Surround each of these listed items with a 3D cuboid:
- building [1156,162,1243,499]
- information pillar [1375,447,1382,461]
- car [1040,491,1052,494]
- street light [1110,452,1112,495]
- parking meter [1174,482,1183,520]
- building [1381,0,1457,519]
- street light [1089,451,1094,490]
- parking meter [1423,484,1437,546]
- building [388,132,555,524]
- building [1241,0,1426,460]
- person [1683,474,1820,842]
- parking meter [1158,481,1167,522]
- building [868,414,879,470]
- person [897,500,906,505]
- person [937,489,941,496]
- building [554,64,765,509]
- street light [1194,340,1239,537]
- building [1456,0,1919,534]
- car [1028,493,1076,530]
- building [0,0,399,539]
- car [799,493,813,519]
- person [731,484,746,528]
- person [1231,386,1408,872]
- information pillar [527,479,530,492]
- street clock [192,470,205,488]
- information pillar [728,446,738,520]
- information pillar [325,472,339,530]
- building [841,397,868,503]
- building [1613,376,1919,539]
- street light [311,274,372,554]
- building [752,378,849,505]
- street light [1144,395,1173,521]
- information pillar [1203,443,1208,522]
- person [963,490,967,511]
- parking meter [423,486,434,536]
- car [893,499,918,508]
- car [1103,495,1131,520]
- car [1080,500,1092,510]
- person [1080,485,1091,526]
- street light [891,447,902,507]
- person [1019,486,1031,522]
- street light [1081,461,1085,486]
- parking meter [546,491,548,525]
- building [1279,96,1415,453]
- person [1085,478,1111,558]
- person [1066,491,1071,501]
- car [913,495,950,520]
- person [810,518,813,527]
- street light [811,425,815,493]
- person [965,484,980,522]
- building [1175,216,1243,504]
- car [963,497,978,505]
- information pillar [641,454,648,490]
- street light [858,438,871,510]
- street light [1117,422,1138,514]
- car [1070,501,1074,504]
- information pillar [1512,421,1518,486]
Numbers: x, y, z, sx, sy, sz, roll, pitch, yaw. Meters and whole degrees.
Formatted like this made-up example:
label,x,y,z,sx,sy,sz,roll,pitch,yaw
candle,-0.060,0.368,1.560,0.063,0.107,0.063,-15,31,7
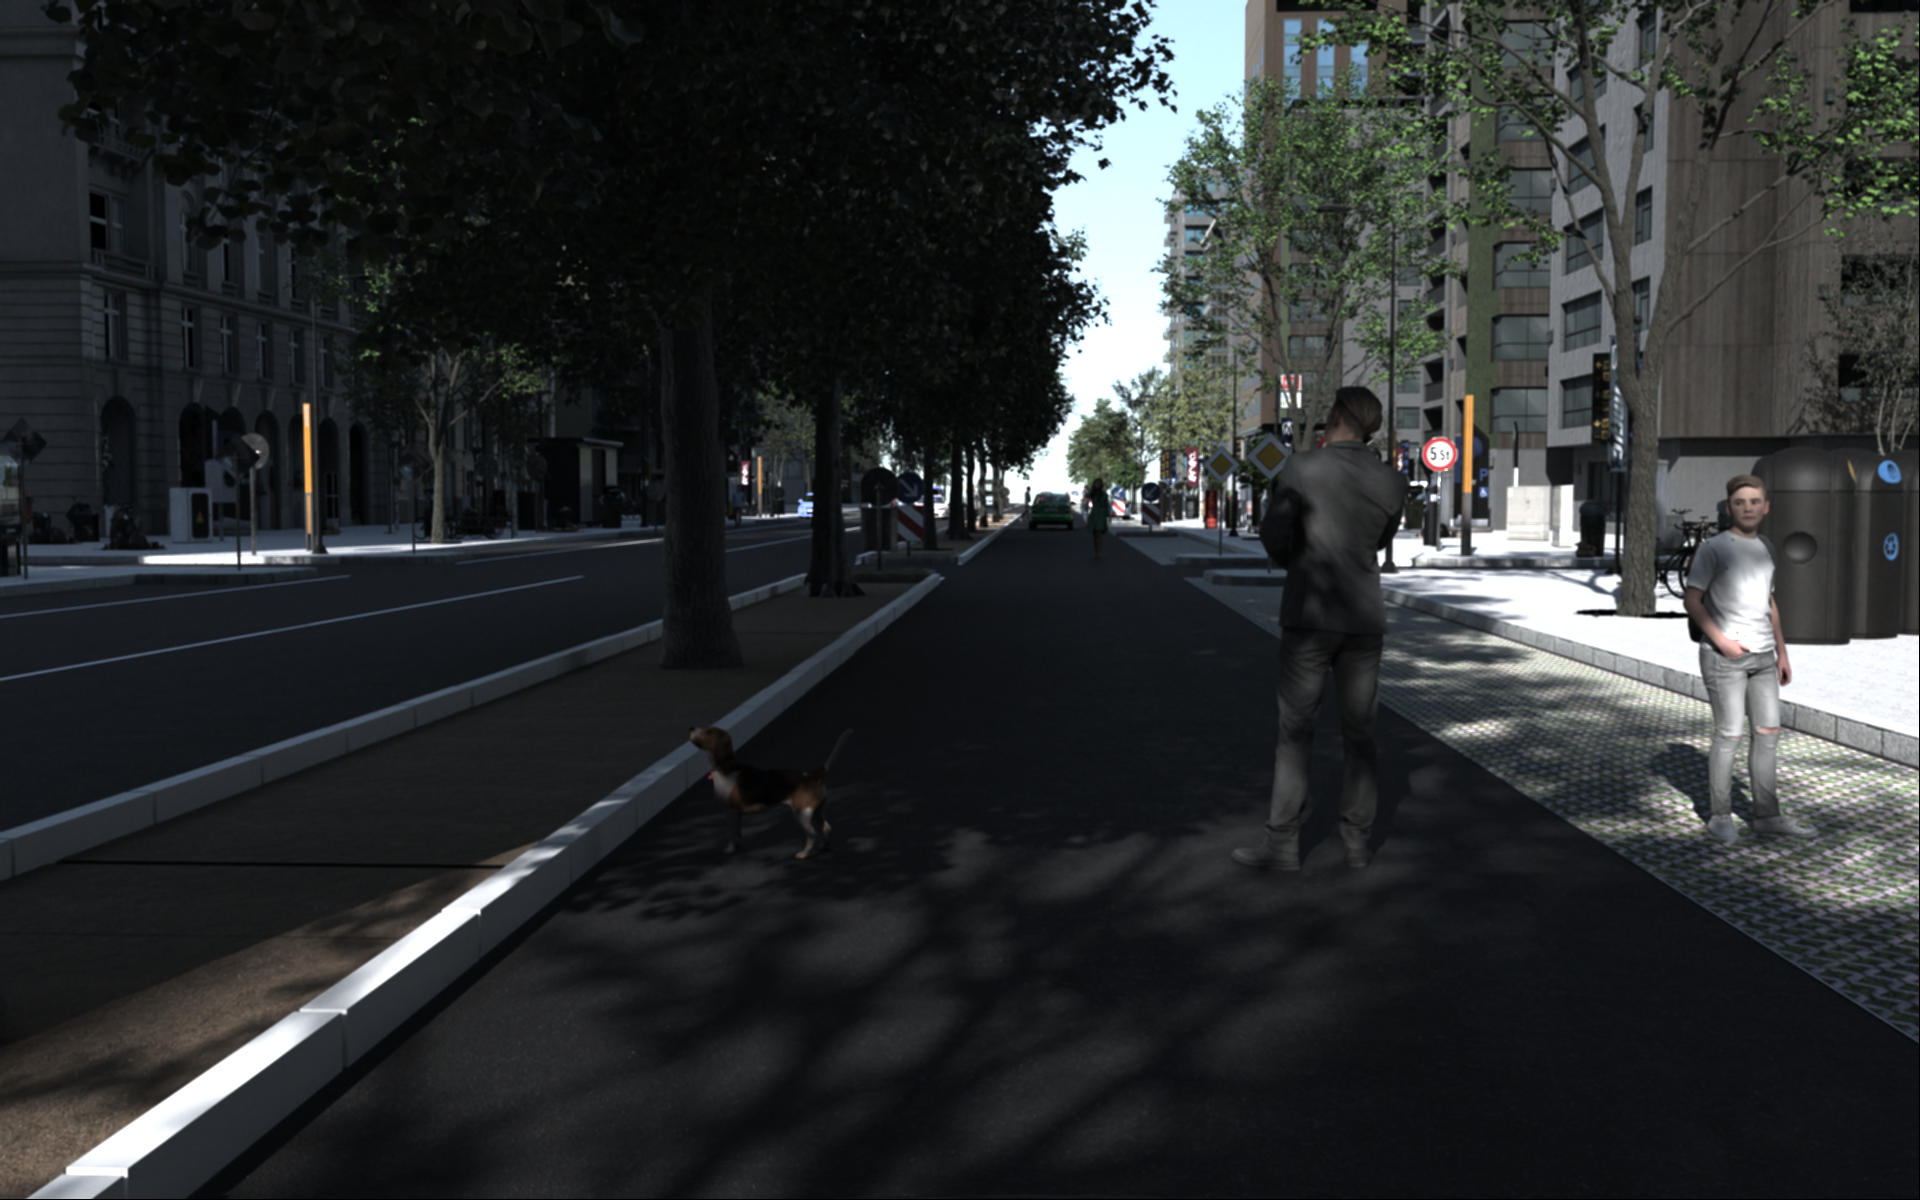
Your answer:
label,x,y,z,sx,sy,sz,roll,pitch,yaw
building,41.224,-38.764,253.395,23.786,49.044,30.456,0,4,3
information pillar,20.638,-5.761,85.547,0.183,3.616,0.504,-1,4,-17
car,11.569,-13.717,232.939,2.281,1.827,5.304,0,4,4
street light,11.645,-9.490,127.697,1.470,5.913,1.316,0,4,3
parking meter,10.707,-4.844,84.918,0.399,1.863,0.255,-2,4,-32
building,34.686,-39.869,90.118,20.563,71.187,20.611,0,4,3
street light,14.617,-13.098,186.691,1.470,5.913,1.316,0,4,3
parking meter,11.770,-2.130,43.234,0.372,1.533,0.369,0,3,0
building,-29.020,-17.619,85.330,12.463,27.353,25.104,0,4,3
building,31.167,-30.178,143.521,14.600,45.320,14.200,0,4,3
person,3.262,0.239,7.181,0.523,1.515,0.503,3,5,39
parking meter,9.148,-4.440,78.312,0.255,1.863,0.399,2,4,32
building,-19.944,-30.101,263.850,14.160,30.474,14.107,0,4,3
person,-2.966,-4.859,88.212,0.793,1.790,0.793,1,4,23
person,-1.711,-8.113,141.225,0.705,1.814,1.350,0,4,-7
building,-29.827,-30.659,155.905,22.147,44.769,28.867,0,4,3
street light,7.731,-4.873,52.219,1.470,5.913,1.316,0,4,3
building,26.179,-18.028,66.452,14.160,30.474,14.107,0,4,3
car,3.732,-3.771,70.451,1.959,1.807,4.718,0,4,4
building,-30.093,-13.372,60.433,13.314,21.916,24.055,0,4,3
car,-8.211,-5.480,99.187,1.945,1.707,3.694,0,4,3
person,-9.319,-3.953,72.993,0.638,1.841,0.748,0,4,2
person,1.389,0.096,6.730,0.655,1.846,0.447,-1,4,-14
information pillar,-21.114,-4.939,85.236,0.304,2.012,0.304,-2,4,-35
street clock,-22.574,-2.868,51.470,0.471,2.002,0.358,2,4,33
information pillar,-11.161,-5.741,85.212,0.504,3.616,0.183,0,4,5
information pillar,-21.166,-3.296,58.385,0.304,2.012,0.304,1,4,12
building,-24.844,-38.012,245.201,21.300,48.544,21.600,0,4,3
building,26.532,-17.095,51.205,14.107,30.474,14.160,0,4,3
street light,-13.136,-3.930,36.793,1.470,5.913,1.316,0,4,3
building,-29.151,-38.619,220.662,28.713,52.752,27.495,0,4,3
street light,9.317,-6.649,81.256,1.470,5.913,1.316,0,4,3
information pillar,11.134,-5.330,78.503,0.183,3.616,0.504,-1,4,-9
person,0.569,-8.433,146.406,0.705,1.821,1.348,1,4,17
parking meter,-16.083,-2.702,52.581,0.372,1.533,0.369,0,3,0
car,-3.774,-7.042,124.173,2.155,1.783,4.494,0,4,2
car,8.286,-5.007,93.875,2.014,1.417,4.499,0,4,1
car,10.847,-7.962,142.759,1.945,1.354,3.894,0,4,3
person,5.638,-4.246,77.935,0.555,1.821,0.388,3,5,42
street light,-6.214,-12.218,172.304,1.470,5.913,1.316,0,4,3
person,3.428,-5.003,90.150,0.795,1.843,0.661,0,4,7
street light,17.481,-16.417,240.960,1.470,5.913,1.316,0,4,3
parking meter,-16.993,-3.887,71.966,0.372,1.533,0.369,0,3,0
building,30.909,-21.905,129.841,14.160,30.474,14.107,0,4,3
person,3.103,-1.838,38.799,0.600,1.795,0.529,1,4,9
person,10.363,-9.604,166.083,0.434,1.755,0.990,3,4,37
car,-1.609,-5.238,98.000,2.083,1.381,4.827,0,4,2
person,-6.027,-4.004,74.357,0.834,1.777,0.661,0,4,8
street light,-9.190,-8.615,113.388,1.470,5.913,1.316,0,4,3
person,0.513,-3.892,71.980,0.661,1.843,0.795,-1,4,-8
building,44.618,-32.685,226.281,32.217,40.220,23.993,0,4,3
car,1.447,-13.165,225.037,2.009,1.686,4.222,0,4,4
information pillar,-18.587,-6.778,102.177,0.504,3.616,0.183,1,4,21
street light,-7.690,-10.419,142.893,1.470,5.913,1.316,0,4,3
street light,10.713,-8.465,110.940,1.470,5.913,1.316,0,4,3
car,5.285,-5.238,95.428,2.009,1.686,4.222,0,4,4
information pillar,17.694,-3.906,55.217,0.183,3.616,0.504,1,4,9
